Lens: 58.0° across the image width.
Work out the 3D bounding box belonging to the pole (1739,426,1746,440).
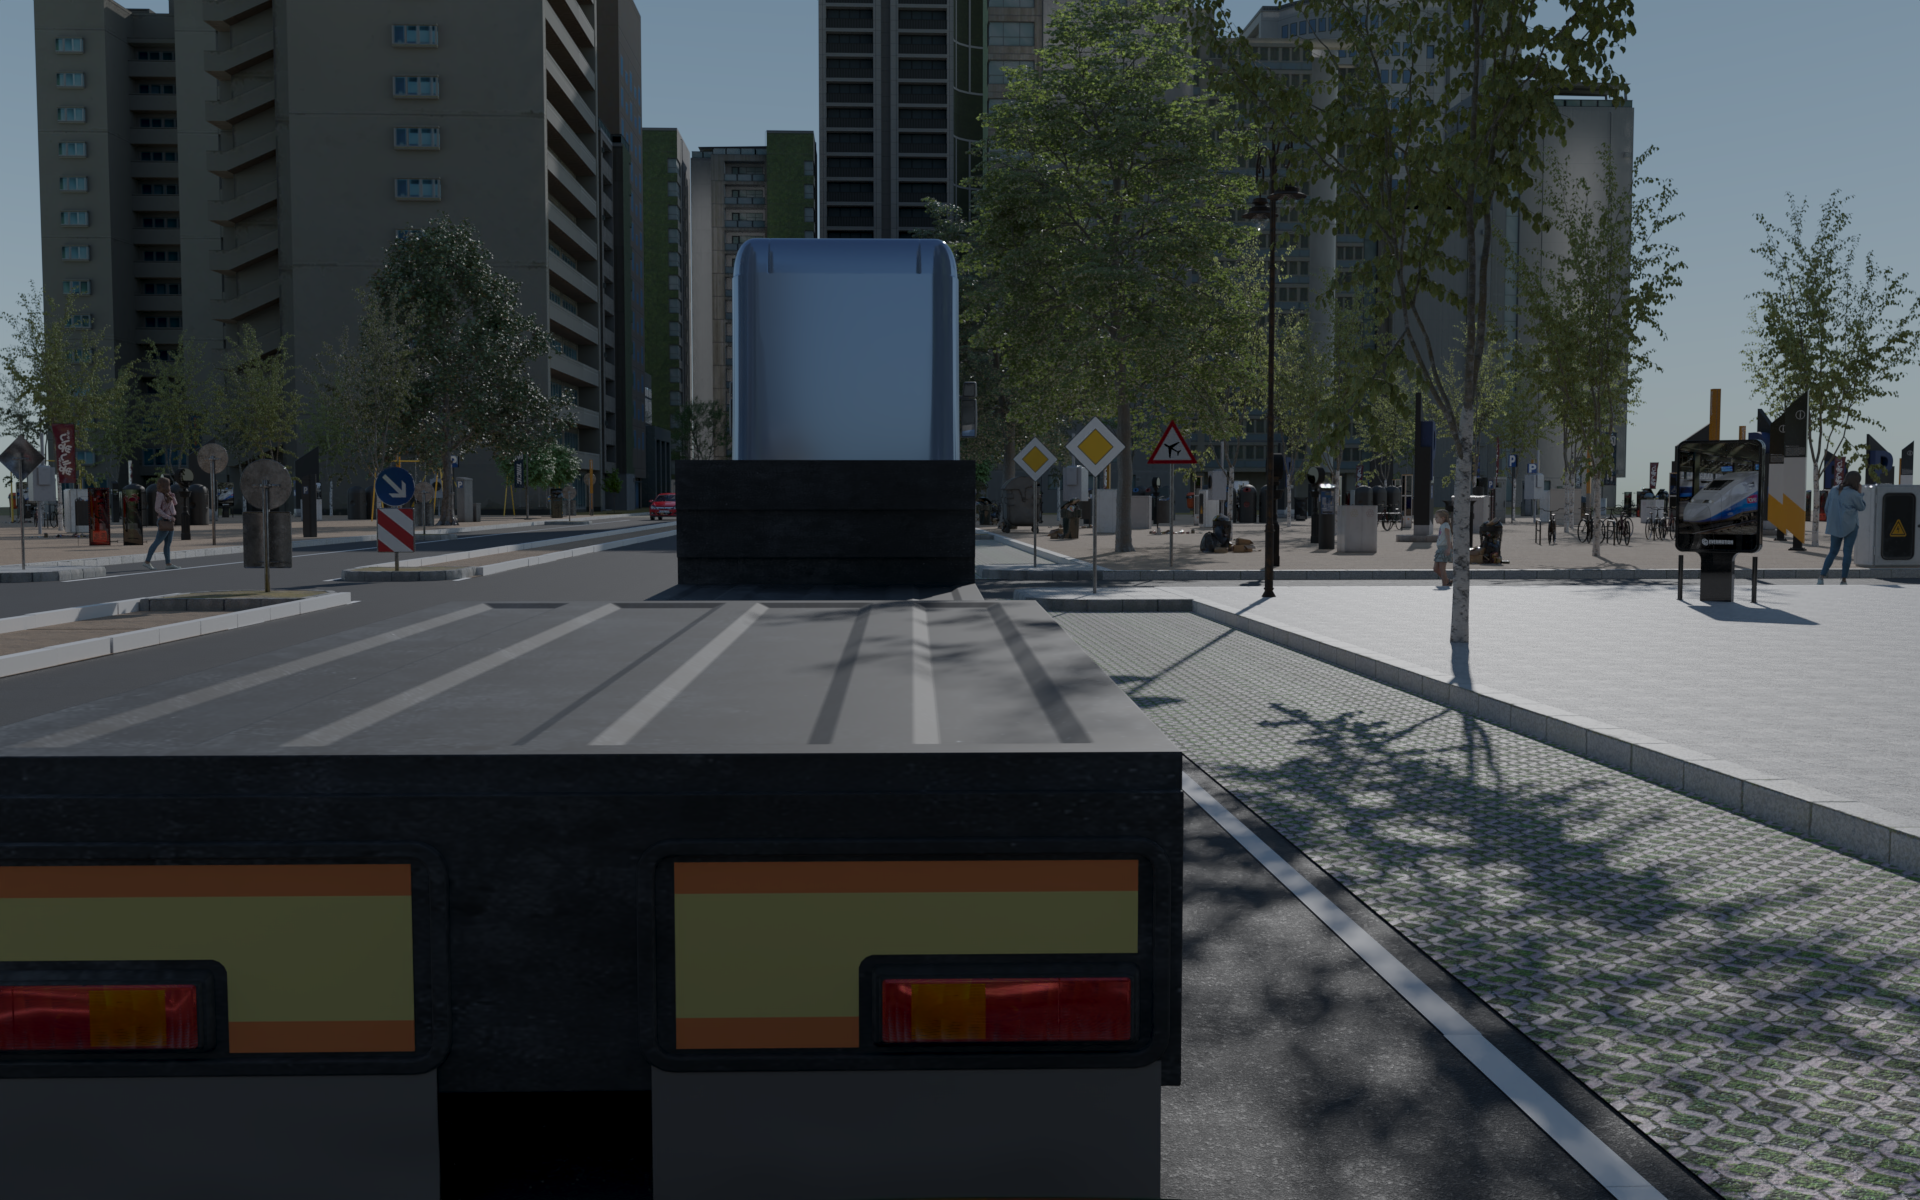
[{"bbox_3d":[23.339,-3.542,51.754,0.158,3.312,0.155,0,3,0],"label":"pole"}]

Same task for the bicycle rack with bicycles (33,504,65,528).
[{"bbox_3d":[-33.941,-3.213,65.922,2.852,0.926,2.925,-2,4,-30],"label":"bicycle rack with bicycles"}]

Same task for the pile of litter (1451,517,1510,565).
[{"bbox_3d":[9.645,-1.119,32.253,1.176,0.858,1.719,1,4,20],"label":"pile of litter"}]

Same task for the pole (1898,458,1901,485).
[{"bbox_3d":[53.235,-6.376,98.092,0.158,3.312,0.155,0,3,0],"label":"pole"}]

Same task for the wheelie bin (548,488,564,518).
[{"bbox_3d":[-21.466,-5.162,92.308,0.980,1.594,0.693,-1,4,-15],"label":"wheelie bin"}]

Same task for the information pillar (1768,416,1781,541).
[{"bbox_3d":[22.459,-3.434,47.494,0.504,3.616,0.183,2,4,26],"label":"information pillar"}]

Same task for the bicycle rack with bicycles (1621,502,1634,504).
[{"bbox_3d":[41.687,-5.692,106.449,2.925,0.926,2.852,2,4,28],"label":"bicycle rack with bicycles"}]

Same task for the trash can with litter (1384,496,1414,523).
[{"bbox_3d":[19.821,-4.085,77.844,2.233,1.210,1.678,1,4,22],"label":"trash can with litter"}]

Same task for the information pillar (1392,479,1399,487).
[{"bbox_3d":[21.933,-5.052,87.099,0.304,2.012,0.304,-1,4,-13],"label":"information pillar"}]

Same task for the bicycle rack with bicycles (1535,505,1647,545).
[{"bbox_3d":[15.911,-1.902,44.483,2.852,0.926,2.925,1,4,16],"label":"bicycle rack with bicycles"}]

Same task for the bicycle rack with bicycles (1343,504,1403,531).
[{"bbox_3d":[14.571,-2.929,61.272,2.925,0.926,2.852,-2,4,-30],"label":"bicycle rack with bicycles"}]

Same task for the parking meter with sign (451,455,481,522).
[{"bbox_3d":[-22.471,-5.040,78.659,0.543,3.016,1.738,1,4,20],"label":"parking meter with sign"}]

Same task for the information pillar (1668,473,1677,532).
[{"bbox_3d":[24.465,-3.355,59.339,0.304,2.012,0.304,2,4,33],"label":"information pillar"}]

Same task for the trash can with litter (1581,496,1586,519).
[{"bbox_3d":[31.847,-4.704,88.290,0.624,1.170,1.055,0,4,5],"label":"trash can with litter"}]

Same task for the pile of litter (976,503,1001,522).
[{"bbox_3d":[1.289,-4.075,80.592,1.719,0.858,1.176,-3,5,-45],"label":"pile of litter"}]

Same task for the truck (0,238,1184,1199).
[{"bbox_3d":[-1.046,-1.392,12.513,2.967,4.110,18.799,0,4,-2],"label":"truck"}]

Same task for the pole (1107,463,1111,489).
[{"bbox_3d":[7.528,-5.746,87.786,0.158,3.312,0.155,0,3,0],"label":"pole"}]

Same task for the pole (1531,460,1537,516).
[{"bbox_3d":[33.779,-6.630,102.246,0.158,3.312,0.155,0,3,0],"label":"pole"}]

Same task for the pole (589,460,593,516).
[{"bbox_3d":[-21.861,-6.659,102.711,0.158,3.312,0.155,0,3,0],"label":"pole"}]

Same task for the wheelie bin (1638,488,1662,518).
[{"bbox_3d":[36.874,-5.203,92.979,0.693,1.594,0.980,-1,4,-22],"label":"wheelie bin"}]

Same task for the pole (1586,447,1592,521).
[{"bbox_3d":[26.472,-4.836,72.912,0.158,3.312,0.155,0,3,0],"label":"pole"}]

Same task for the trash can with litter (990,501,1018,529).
[{"bbox_3d":[1.713,-3.155,62.967,0.624,1.170,1.055,-2,4,-27],"label":"trash can with litter"}]

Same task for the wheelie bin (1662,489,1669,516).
[{"bbox_3d":[41.924,-5.840,103.398,0.980,1.594,0.693,-3,5,-43],"label":"wheelie bin"}]

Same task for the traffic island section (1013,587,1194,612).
[{"bbox_3d":[1.758,-0.005,22.369,2.009,0.180,2.903,0,4,-3],"label":"traffic island section"}]

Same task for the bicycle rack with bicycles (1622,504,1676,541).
[{"bbox_3d":[19.388,-2.192,49.229,2.852,0.926,2.925,3,5,44],"label":"bicycle rack with bicycles"}]

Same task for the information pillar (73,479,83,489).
[{"bbox_3d":[-42.223,-4.798,82.937,0.304,2.012,0.304,0,4,7],"label":"information pillar"}]

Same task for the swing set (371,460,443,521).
[{"bbox_3d":[-25.800,-5.079,80.666,3.119,2.851,2.862,-2,4,-30],"label":"swing set"}]

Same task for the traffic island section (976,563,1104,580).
[{"bbox_3d":[1.334,-0.493,30.343,2.009,0.180,2.903,0,4,-3],"label":"traffic island section"}]

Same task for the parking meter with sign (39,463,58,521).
[{"bbox_3d":[-44.265,-5.370,84.062,1.738,3.016,0.543,2,4,32],"label":"parking meter with sign"}]

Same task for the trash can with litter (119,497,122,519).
[{"bbox_3d":[-42.770,-4.655,87.162,1.678,1.210,2.233,0,4,4],"label":"trash can with litter"}]

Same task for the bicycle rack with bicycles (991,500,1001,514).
[{"bbox_3d":[2.377,-5.502,103.342,2.925,0.926,2.852,-2,4,-33],"label":"bicycle rack with bicycles"}]

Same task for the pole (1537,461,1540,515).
[{"bbox_3d":[35.503,-6.891,106.507,0.158,3.312,0.155,0,3,0],"label":"pole"}]

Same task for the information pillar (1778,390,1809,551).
[{"bbox_3d":[18.919,-2.926,39.197,0.504,3.616,0.183,3,5,44],"label":"information pillar"}]

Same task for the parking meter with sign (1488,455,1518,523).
[{"bbox_3d":[23.624,-4.893,76.254,1.738,3.016,0.543,-1,4,-18],"label":"parking meter with sign"}]

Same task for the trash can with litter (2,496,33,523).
[{"bbox_3d":[-41.748,-4.013,76.663,1.678,1.210,2.233,-1,4,-14],"label":"trash can with litter"}]

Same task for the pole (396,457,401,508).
[{"bbox_3d":[-27.076,-5.486,83.543,0.158,3.312,0.155,0,3,0],"label":"pole"}]

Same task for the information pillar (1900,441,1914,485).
[{"bbox_3d":[41.286,-5.147,75.501,0.504,3.616,0.183,1,4,18],"label":"information pillar"}]

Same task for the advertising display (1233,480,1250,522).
[{"bbox_3d":[13.110,-4.629,80.904,0.974,1.923,0.123,-2,4,-30],"label":"advertising display"}]

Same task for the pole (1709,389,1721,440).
[{"bbox_3d":[14.612,-2.431,33.584,0.158,3.312,0.155,0,3,0],"label":"pole"}]

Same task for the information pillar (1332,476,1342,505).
[{"bbox_3d":[15.344,-4.040,70.545,0.304,2.012,0.304,2,4,31],"label":"information pillar"}]

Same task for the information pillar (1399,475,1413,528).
[{"bbox_3d":[16.894,-3.730,65.483,0.304,2.012,0.304,-1,4,-15],"label":"information pillar"}]

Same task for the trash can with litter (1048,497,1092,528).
[{"bbox_3d":[4.390,-3.313,65.224,2.233,1.210,1.678,2,4,35],"label":"trash can with litter"}]

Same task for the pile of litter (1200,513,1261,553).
[{"bbox_3d":[6.017,-1.491,38.343,1.719,0.858,1.176,-2,4,-28],"label":"pile of litter"}]

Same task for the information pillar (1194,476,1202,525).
[{"bbox_3d":[9.752,-4.064,70.933,0.304,2.012,0.304,1,4,14],"label":"information pillar"}]

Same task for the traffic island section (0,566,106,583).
[{"bbox_3d":[-15.933,-0.437,29.433,2.009,0.180,2.903,0,4,-3],"label":"traffic island section"}]

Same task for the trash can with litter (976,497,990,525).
[{"bbox_3d":[1.119,-3.684,71.613,0.624,1.170,1.055,2,4,34],"label":"trash can with litter"}]

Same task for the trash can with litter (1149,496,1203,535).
[{"bbox_3d":[6.987,-2.741,55.872,2.233,1.210,1.678,-1,4,-23],"label":"trash can with litter"}]

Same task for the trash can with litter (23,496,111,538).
[{"bbox_3d":[-26.394,-2.465,51.357,2.233,1.210,1.678,-2,4,-34],"label":"trash can with litter"}]

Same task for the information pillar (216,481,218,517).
[{"bbox_3d":[-40.428,-5.462,93.798,0.304,2.012,0.304,0,4,8],"label":"information pillar"}]

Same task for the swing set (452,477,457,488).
[{"bbox_3d":[-30.855,-6.427,102.699,2.862,2.851,3.119,0,4,2],"label":"swing set"}]

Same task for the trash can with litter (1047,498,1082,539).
[{"bbox_3d":[2.951,-2.327,49.426,1.055,1.170,0.624,3,5,41],"label":"trash can with litter"}]

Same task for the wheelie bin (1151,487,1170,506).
[{"bbox_3d":[9.426,-4.490,81.327,0.980,1.594,0.693,-1,4,-10],"label":"wheelie bin"}]

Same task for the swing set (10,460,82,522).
[{"bbox_3d":[-42.265,-5.030,79.866,3.119,2.851,2.862,-2,4,-28],"label":"swing set"}]

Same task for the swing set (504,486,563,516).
[{"bbox_3d":[-25.085,-6.342,101.308,3.119,2.851,2.862,0,4,-2],"label":"swing set"}]

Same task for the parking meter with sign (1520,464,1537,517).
[{"bbox_3d":[32.688,-6.327,99.705,0.543,3.016,1.738,0,4,3],"label":"parking meter with sign"}]
